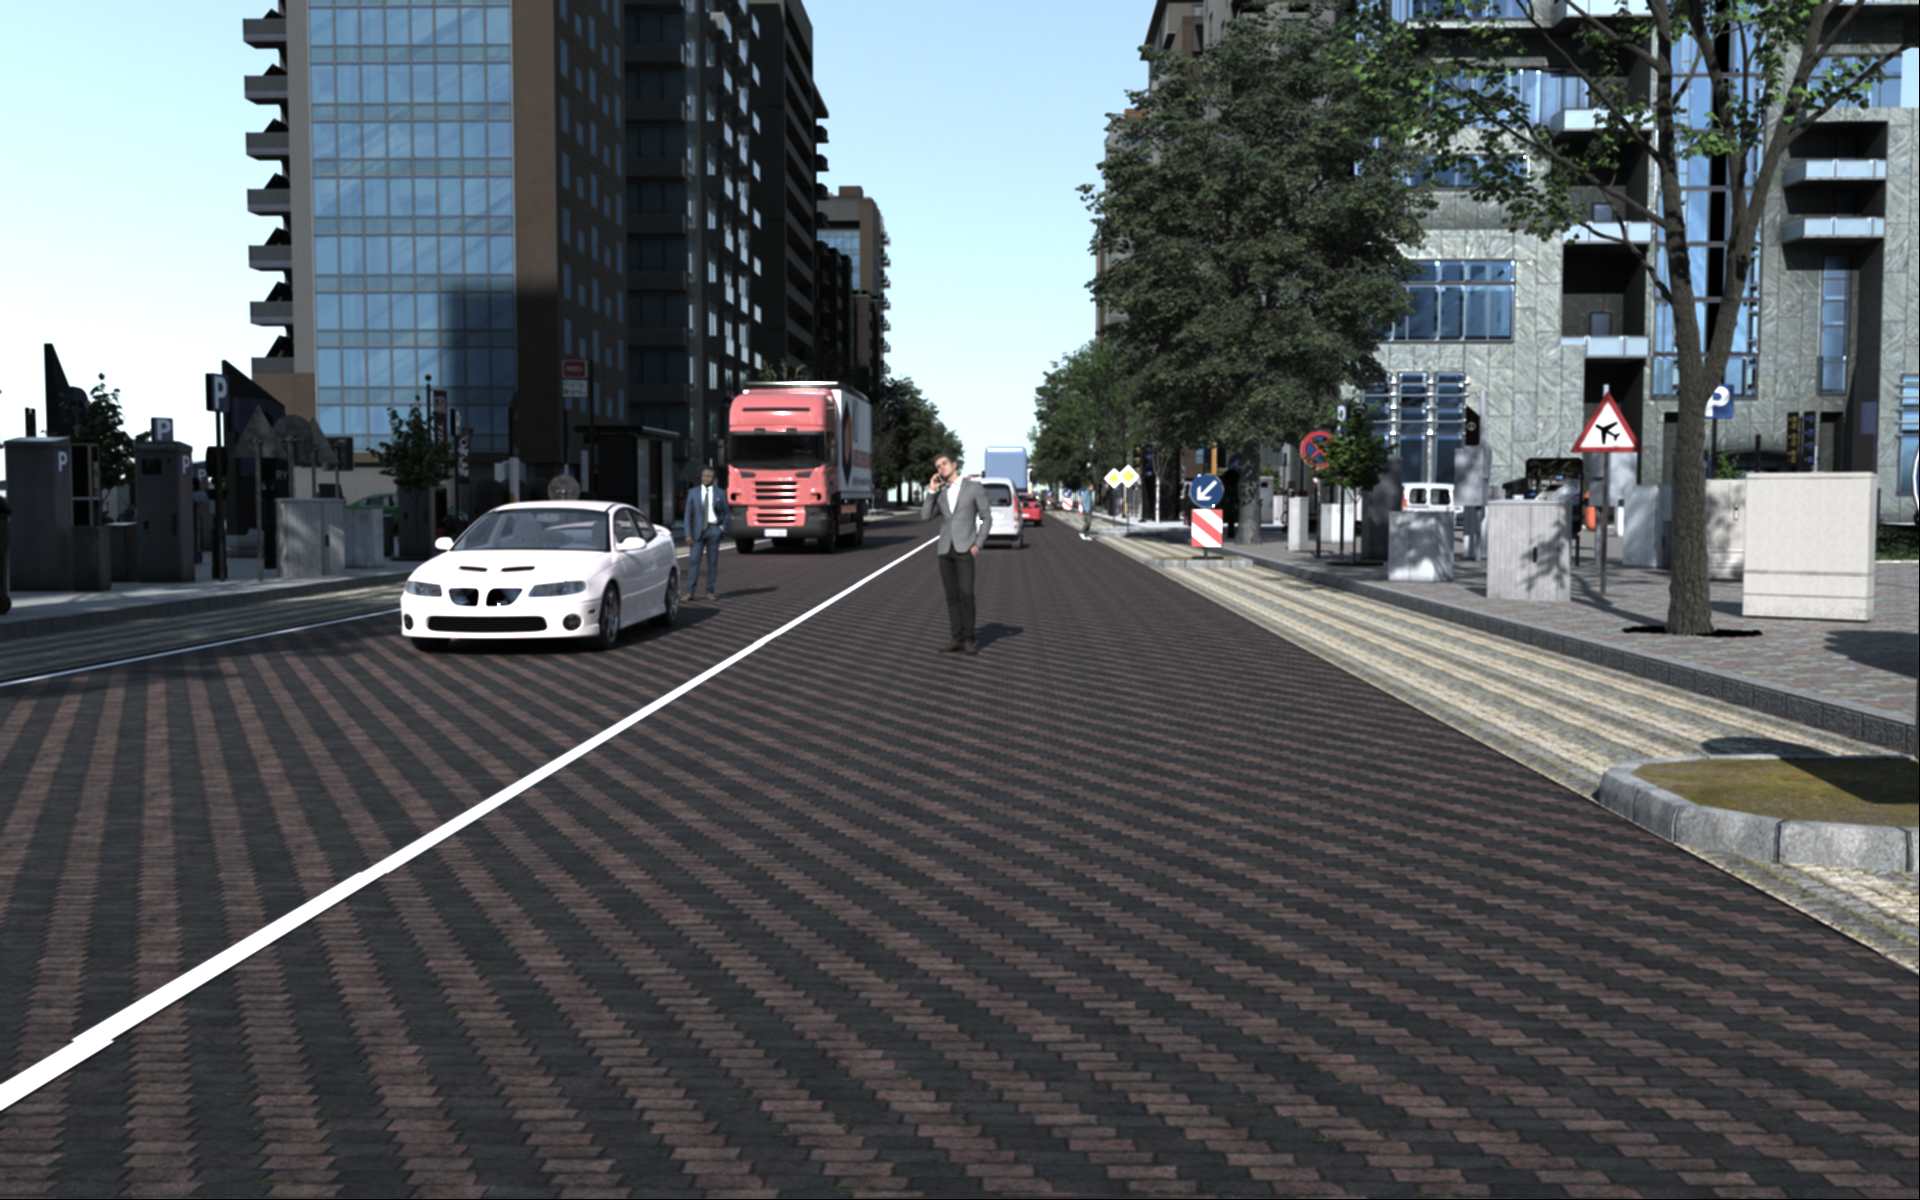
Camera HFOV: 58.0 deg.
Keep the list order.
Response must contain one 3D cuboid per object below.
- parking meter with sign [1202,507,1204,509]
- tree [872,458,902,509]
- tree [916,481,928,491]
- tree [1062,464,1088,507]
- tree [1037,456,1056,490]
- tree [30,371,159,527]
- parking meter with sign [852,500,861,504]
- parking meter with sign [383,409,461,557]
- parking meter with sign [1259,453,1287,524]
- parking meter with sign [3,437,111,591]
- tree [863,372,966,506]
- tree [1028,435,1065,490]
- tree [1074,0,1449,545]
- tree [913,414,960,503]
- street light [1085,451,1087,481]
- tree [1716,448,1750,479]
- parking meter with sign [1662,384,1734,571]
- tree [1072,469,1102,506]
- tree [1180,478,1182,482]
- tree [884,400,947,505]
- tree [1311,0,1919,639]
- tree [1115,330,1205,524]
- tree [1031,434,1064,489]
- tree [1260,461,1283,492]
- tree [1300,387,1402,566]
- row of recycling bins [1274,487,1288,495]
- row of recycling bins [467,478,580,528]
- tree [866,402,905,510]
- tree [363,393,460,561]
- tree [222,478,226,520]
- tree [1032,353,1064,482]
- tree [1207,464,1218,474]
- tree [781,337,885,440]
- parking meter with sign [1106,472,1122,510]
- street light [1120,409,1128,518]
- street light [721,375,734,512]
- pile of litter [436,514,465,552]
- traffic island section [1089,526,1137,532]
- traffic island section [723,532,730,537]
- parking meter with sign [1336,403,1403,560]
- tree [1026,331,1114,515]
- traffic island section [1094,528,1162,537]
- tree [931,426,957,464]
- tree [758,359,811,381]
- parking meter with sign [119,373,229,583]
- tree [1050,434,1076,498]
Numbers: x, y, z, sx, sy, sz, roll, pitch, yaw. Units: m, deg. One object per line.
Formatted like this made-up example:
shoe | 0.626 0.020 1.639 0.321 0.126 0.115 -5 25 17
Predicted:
parking meter with sign | 15.803 -6.759 106.776 1.738 3.016 0.543 1 4 14
tree | -6.585 -10.102 148.878 4.285 4.588 4.351 0 3 0
tree | -5.360 -16.247 216.007 4.737 8.622 4.395 0 3 0
tree | 11.563 -11.559 172.704 4.285 4.588 4.351 0 3 0
tree | 13.725 -18.979 260.672 4.360 8.622 3.978 0 3 0
tree | -13.417 -1.998 27.274 1.663 3.219 1.824 0 3 0
parking meter with sign | -7.939 -8.188 130.142 0.543 3.016 1.738 2 4 29
parking meter with sign | -11.174 -2.405 35.575 1.738 3.016 0.543 0 4 -4
parking meter with sign | 12.999 -4.748 73.884 1.738 3.016 0.543 0 4 0
parking meter with sign | -12.204 -1.631 22.925 1.738 3.016 0.543 0 4 0
tree | -6.218 -16.739 180.339 9.857 13.997 8.962 0 3 0
tree | 15.291 -22.891 291.267 9.611 12.733 9.660 0 3 0
tree | 7.321 -8.387 43.779 9.857 13.997 8.962 0 3 0
tree | -5.309 -20.103 239.052 12.009 13.543 11.850 0 3 0
street light | 10.225 -10.301 141.212 0.468 5.910 1.993 0 4 2
tree | 31.756 -4.748 72.230 1.663 3.219 1.824 0 3 0
parking meter with sign | 12.035 -1.968 28.440 0.543 3.016 1.738 0 4 2
tree | 9.962 -8.539 134.222 1.663 3.219 1.824 0 3 0
tree | 11.432 -6.294 97.506 1.663 3.219 1.824 0 3 0
tree | -5.876 -17.720 206.733 9.611 12.733 9.660 0 3 0
tree | 6.852 -5.498 15.652 9.928 11.665 9.643 0 3 0
tree | 8.815 -7.621 74.974 4.360 8.622 3.978 0 3 0
tree | 14.674 -21.461 269.010 7.486 12.596 7.792 0 3 0
tree | 17.836 -6.423 99.615 1.663 3.219 1.824 0 3 0
tree | 7.177 -2.254 31.448 1.663 3.219 1.824 0 3 0
row of recycling bins | 19.022 -6.018 105.501 3.534 1.692 1.069 -1 4 -21
row of recycling bins | -11.121 -2.279 44.380 1.069 1.692 3.534 2 4 30
tree | -6.813 -11.615 140.269 4.360 8.622 3.978 0 3 0
tree | -10.423 -2.370 33.355 1.663 3.219 1.824 0 3 0
tree | -35.920 -5.573 85.717 1.663 3.219 1.824 0 3 0
tree | 11.148 -15.193 155.067 9.857 13.997 8.962 0 3 0
tree | 16.424 -7.095 110.600 1.663 3.219 1.824 0 3 0
tree | -8.324 -10.375 104.043 8.767 10.594 7.601 2 4 34
parking meter with sign | 11.997 -8.462 134.610 0.543 3.016 1.738 -2 4 -34
street light | 8.731 -7.315 92.389 0.468 5.910 1.993 0 4 2
street light | -8.970 -5.800 67.612 0.468 5.910 1.993 0 4 2
pile of litter | -11.294 -1.508 38.615 1.719 0.858 1.176 0 4 -1
traffic island section | 5.981 -2.739 67.063 2.009 0.180 2.903 0 4 2
traffic island section | -7.187 -2.274 59.463 2.009 0.180 2.903 0 4 2
parking meter with sign | 8.206 -2.283 33.591 1.738 3.016 0.543 -1 4 -9
tree | 9.468 -11.141 107.914 9.928 11.665 9.643 0 3 0
traffic island section | 5.748 -2.251 59.082 2.009 0.180 2.903 0 4 2
tree | -4.070 -20.272 257.195 9.928 11.665 9.643 0 3 0
tree | -9.623 -8.744 93.320 4.737 8.622 4.395 0 3 0
parking meter with sign | -11.599 -1.772 25.240 1.738 3.016 0.543 0 4 2
tree | 12.551 -15.360 201.498 4.737 8.622 4.395 0 3 0
